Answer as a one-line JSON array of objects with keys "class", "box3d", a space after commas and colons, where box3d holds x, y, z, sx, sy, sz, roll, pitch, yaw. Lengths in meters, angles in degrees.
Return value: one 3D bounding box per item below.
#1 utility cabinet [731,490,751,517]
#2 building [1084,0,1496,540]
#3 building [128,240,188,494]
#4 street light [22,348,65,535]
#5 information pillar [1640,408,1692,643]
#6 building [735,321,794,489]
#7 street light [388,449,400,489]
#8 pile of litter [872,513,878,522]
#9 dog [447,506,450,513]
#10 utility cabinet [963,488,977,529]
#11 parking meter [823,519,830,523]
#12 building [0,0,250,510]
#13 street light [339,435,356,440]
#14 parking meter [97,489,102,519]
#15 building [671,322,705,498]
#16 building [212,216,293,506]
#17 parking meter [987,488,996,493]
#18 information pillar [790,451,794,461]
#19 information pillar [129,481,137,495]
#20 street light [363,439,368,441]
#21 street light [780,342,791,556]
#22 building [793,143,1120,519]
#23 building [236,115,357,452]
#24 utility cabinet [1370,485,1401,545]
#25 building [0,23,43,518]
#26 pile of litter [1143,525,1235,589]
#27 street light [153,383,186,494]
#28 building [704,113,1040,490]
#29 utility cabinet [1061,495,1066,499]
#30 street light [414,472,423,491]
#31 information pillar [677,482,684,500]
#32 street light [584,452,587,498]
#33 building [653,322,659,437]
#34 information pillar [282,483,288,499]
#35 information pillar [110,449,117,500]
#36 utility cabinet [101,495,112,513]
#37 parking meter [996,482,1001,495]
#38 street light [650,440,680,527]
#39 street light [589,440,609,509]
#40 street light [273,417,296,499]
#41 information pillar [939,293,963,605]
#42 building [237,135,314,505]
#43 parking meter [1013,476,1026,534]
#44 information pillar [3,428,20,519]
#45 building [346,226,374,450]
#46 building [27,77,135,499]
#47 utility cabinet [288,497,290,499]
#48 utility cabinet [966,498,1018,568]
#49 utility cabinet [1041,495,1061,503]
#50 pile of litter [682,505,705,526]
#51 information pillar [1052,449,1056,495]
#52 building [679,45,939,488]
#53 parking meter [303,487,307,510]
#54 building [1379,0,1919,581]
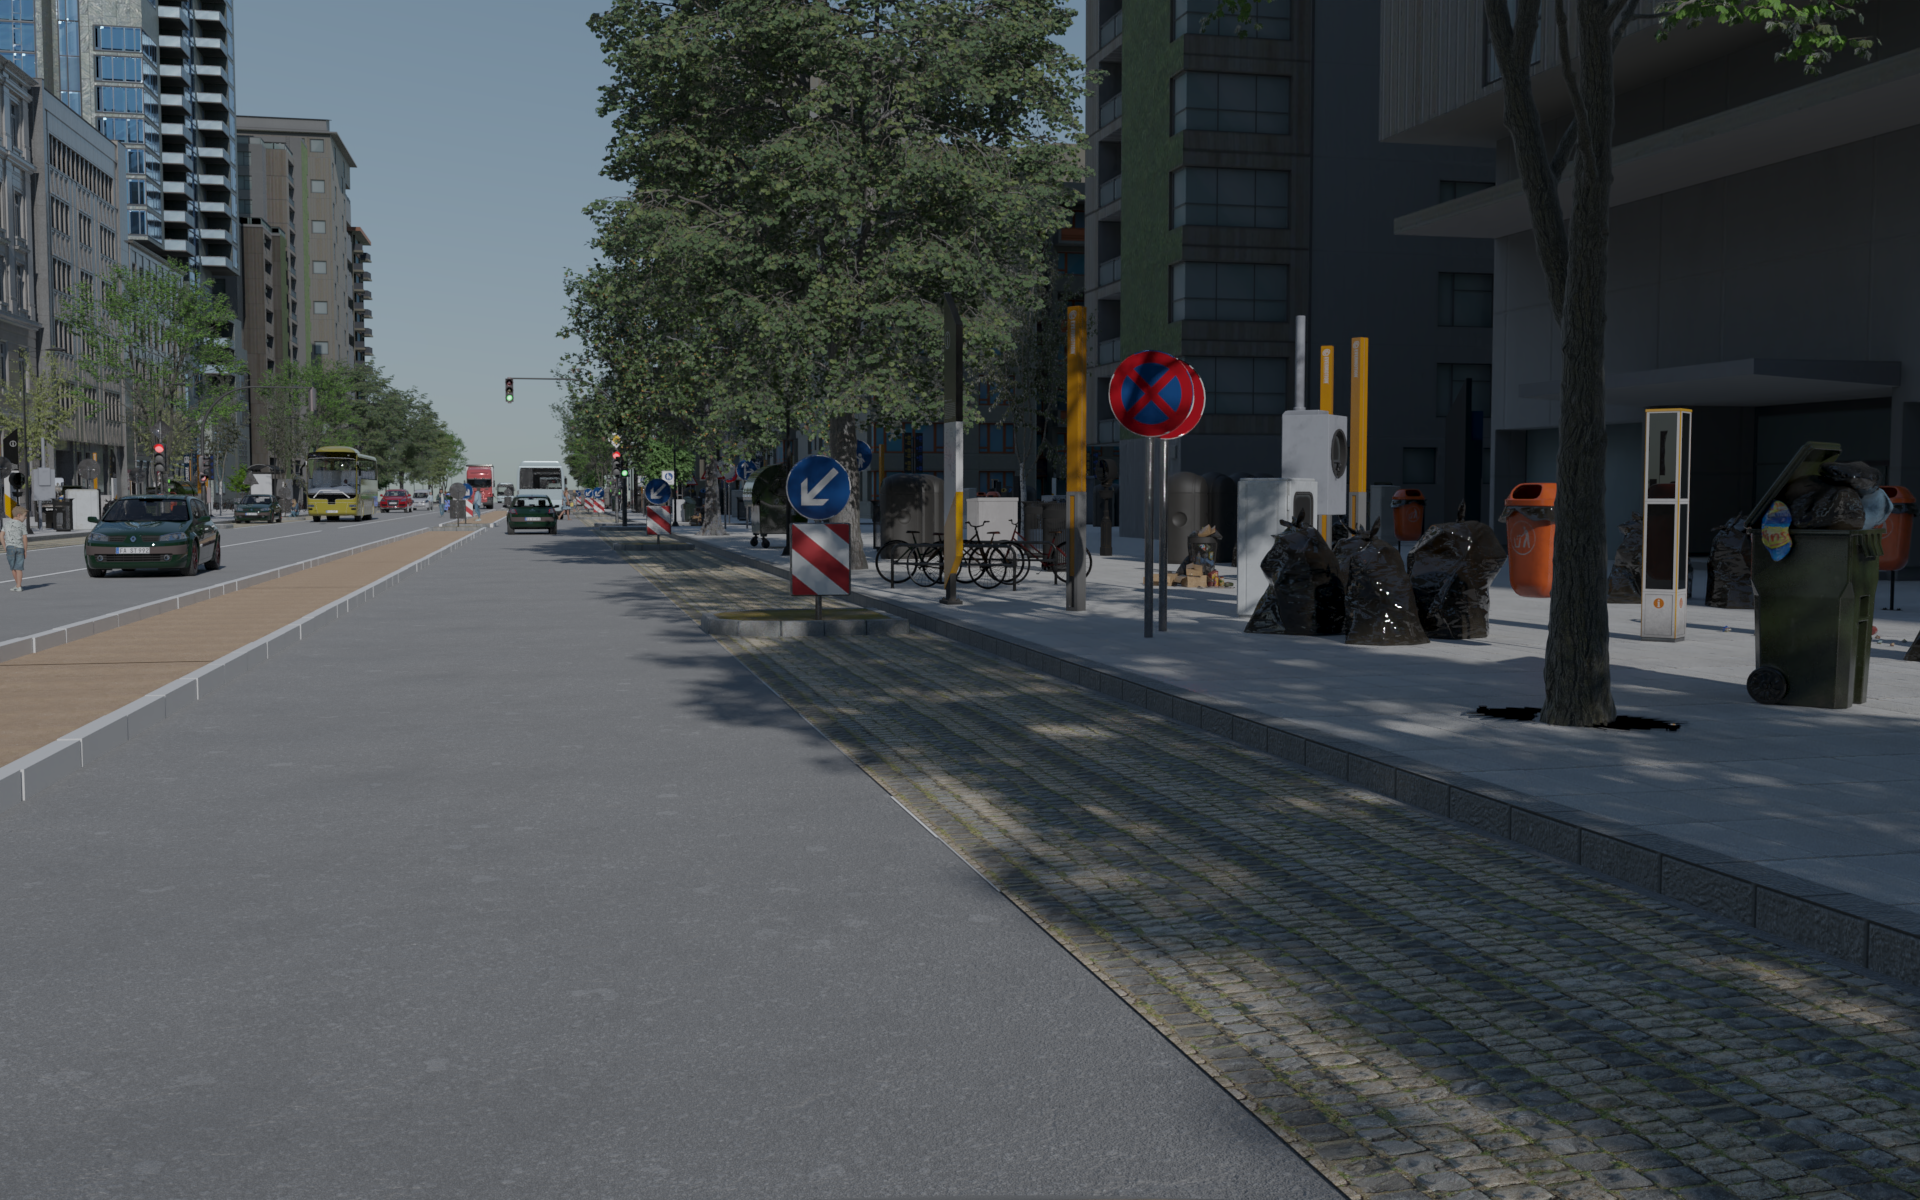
[{"class": "utility cabinet", "box3d": [-11.794, -5.218, 93.995, 1.173, 1.500, 0.318, 0, 4, 1]}, {"class": "building", "box3d": [11.210, -22.647, 53.878, 14.154, 41.232, 14.086, -1, 4, -13]}, {"class": "building", "box3d": [-63.107, -16.937, 126.067, 9.793, 20.994, 18.267, -1, 4, -13]}, {"class": "street light", "box3d": [-29.044, -5.038, 54.917, 1.470, 5.913, 1.316, -1, 4, -13]}, {"class": "information pillar", "box3d": [6.142, -0.647, 15.072, 0.304, 2.012, 0.304, 3, 4, 39]}, {"class": "building", "box3d": [-2.204, -17.784, 135.814, 27.650, 21.520, 28.899, -1, 4, -13]}, {"class": "street light", "box3d": [-58.283, -12.592, 178.415, 1.470, 5.913, 1.316, -1, 4, -13]}, {"class": "pile of litter", "box3d": [-3.351, -3.992, 79.233, 1.176, 0.858, 1.719, 3, 5, 44]}, {"class": "dog", "box3d": [-39.111, -6.939, 132.738, 0.540, 0.507, 0.406, 1, 4, 10]}, {"class": "utility cabinet", "box3d": [0.293, -3.359, 63.592, 0.318, 1.500, 1.173, -1, 4, -16]}, {"class": "parking meter", "box3d": [-3.394, -2.433, 45.490, 0.255, 1.863, 0.399, 3, 5, 41]}, {"class": "building", "box3d": [-76.277, -51.425, 153.478, 22.319, 86.520, 31.000, -1, 4, -13]}, {"class": "street light", "box3d": [-48.196, -10.012, 136.233, 1.470, 5.913, 1.316, -1, 4, -13]}, {"class": "parking meter", "box3d": [-41.416, -4.569, 83.108, 0.372, 1.533, 0.369, 0, 3, 0]}, {"class": "building", "box3d": [-34.873, -37.345, 265.215, 22.147, 44.769, 28.867, -1, 4, -13]}, {"class": "building", "box3d": [-77.378, -24.854, 178.060, 14.160, 30.474, 14.107, -1, 4, -13]}, {"class": "parking meter", "box3d": [1.309, -3.903, 72.221, 0.372, 1.533, 0.369, 0, 3, 0]}, {"class": "information pillar", "box3d": [-8.537, -5.863, 87.215, 0.183, 3.616, 0.504, -3, 5, -43]}, {"class": "information pillar", "box3d": [-46.559, -5.692, 97.559, 0.304, 2.012, 0.304, -3, 5, -39]}, {"class": "street light", "box3d": [-50.832, -10.656, 146.774, 1.470, 5.913, 1.316, -1, 4, -13]}, {"class": "street light", "box3d": [-4.105, -3.875, 35.901, 1.470, 5.913, 1.316, -1, 4, -13]}, {"class": "building", "box3d": [6.283, -15.919, 105.320, 28.899, 21.520, 27.650, -1, 4, -13]}, {"class": "building", "box3d": [-100.817, -40.054, 244.114, 28.713, 52.752, 27.495, -1, 4, -13]}, {"class": "utility cabinet", "box3d": [10.539, -2.091, 42.864, 0.318, 1.500, 1.173, 3, 4, 37]}, {"class": "building", "box3d": [-56.157, -18.423, 87.127, 13.634, 28.700, 20.117, -1, 4, -13]}, {"class": "pile of litter", "box3d": [3.196, -0.626, 24.202, 1.176, 0.858, 1.719, -1, 4, -8]}, {"class": "street light", "box3d": [-33.027, -6.106, 72.377, 1.470, 5.913, 1.316, -1, 4, -13]}, {"class": "building", "box3d": [-10.171, -29.900, 180.741, 32.217, 40.220, 23.993, -1, 4, -13]}, {"class": "utility cabinet", "box3d": [5.219, -4.682, 87.716, 1.020, 1.237, 0.306, -2, 4, -30]}, {"class": "street light", "box3d": [-65.804, -14.556, 210.526, 1.470, 5.913, 1.316, -1, 4, -13]}, {"class": "information pillar", "box3d": [-15.701, -5.678, 97.322, 0.304, 2.012, 0.304, 0, 4, 4]}, {"class": "street light", "box3d": [-40.906, -13.407, 191.746, 1.470, 5.913, 1.316, -1, 4, -13]}, {"class": "building", "box3d": [-40.983, -41.251, 294.065, 23.786, 49.044, 30.456, -1, 4, -13]}, {"class": "information pillar", "box3d": [-45.879, -6.923, 117.690, 0.304, 2.012, 0.304, -2, 4, -30]}, {"class": "information pillar", "box3d": [-43.860, -6.020, 89.781, 0.183, 3.616, 0.504, 0, 4, -5]}, {"class": "utility cabinet", "box3d": [-50.927, -5.609, 102.871, 1.020, 1.237, 0.306, 0, 4, 0]}, {"class": "parking meter", "box3d": [1.815, -4.623, 81.297, 0.255, 1.863, 0.399, 0, 3, 0]}, {"class": "street light", "box3d": [-11.771, -5.846, 68.125, 1.470, 5.913, 1.316, -1, 4, -13]}, {"class": "street light", "box3d": [-31.053, -10.838, 149.735, 1.470, 5.913, 1.316, -1, 4, -13]}, {"class": "street light", "box3d": [-40.610, -8.048, 104.119, 1.470, 5.913, 1.316, -1, 4, -13]}, {"class": "information pillar", "box3d": [-0.081, -1.754, 20.031, 0.183, 3.616, 0.504, -1, 4, -17]}, {"class": "building", "box3d": [-80.080, -31.068, 191.552, 14.154, 41.232, 14.086, -1, 4, -13]}, {"class": "parking meter", "box3d": [1.923, -3.072, 55.944, 0.255, 1.863, 0.399, 3, 4, 37]}, {"class": "information pillar", "box3d": [-33.662, -4.291, 61.514, 0.504, 3.616, 0.183, -1, 4, -15]}, {"class": "building", "box3d": [-104.537, -37.783, 272.383, 22.147, 44.769, 28.867, -1, 4, -13]}, {"class": "building", "box3d": [-60.109, -17.679, 107.069, 12.078, 24.808, 19.932, -1, 4, -13]}, {"class": "utility cabinet", "box3d": [-50.241, -7.221, 129.220, 0.306, 1.237, 1.020, 0, 4, -7]}, {"class": "utility cabinet", "box3d": [0.563, -1.173, 30.335, 0.306, 1.237, 1.020, 3, 5, 45]}, {"class": "utility cabinet", "box3d": [4.359, -4.464, 84.146, 0.306, 1.237, 1.020, -2, 4, -33]}, {"class": "pile of litter", "box3d": [-10.356, -3.396, 69.487, 1.719, 0.858, 1.176, -1, 4, -19]}, {"class": "information pillar", "box3d": [4.840, -5.976, 89.058, 0.183, 3.616, 0.504, 1, 4, 19]}, {"class": "building", "box3d": [-17.885, -37.658, 204.943, 28.713, 52.752, 27.495, -1, 4, -13]}, {"class": "parking meter", "box3d": [-54.172, -8.410, 143.219, 0.255, 1.863, 0.399, -2, 4, -30]}, {"class": "building", "box3d": [24.780, -26.694, 25.686, 28.713, 52.752, 27.495, -1, 4, -13]}]
